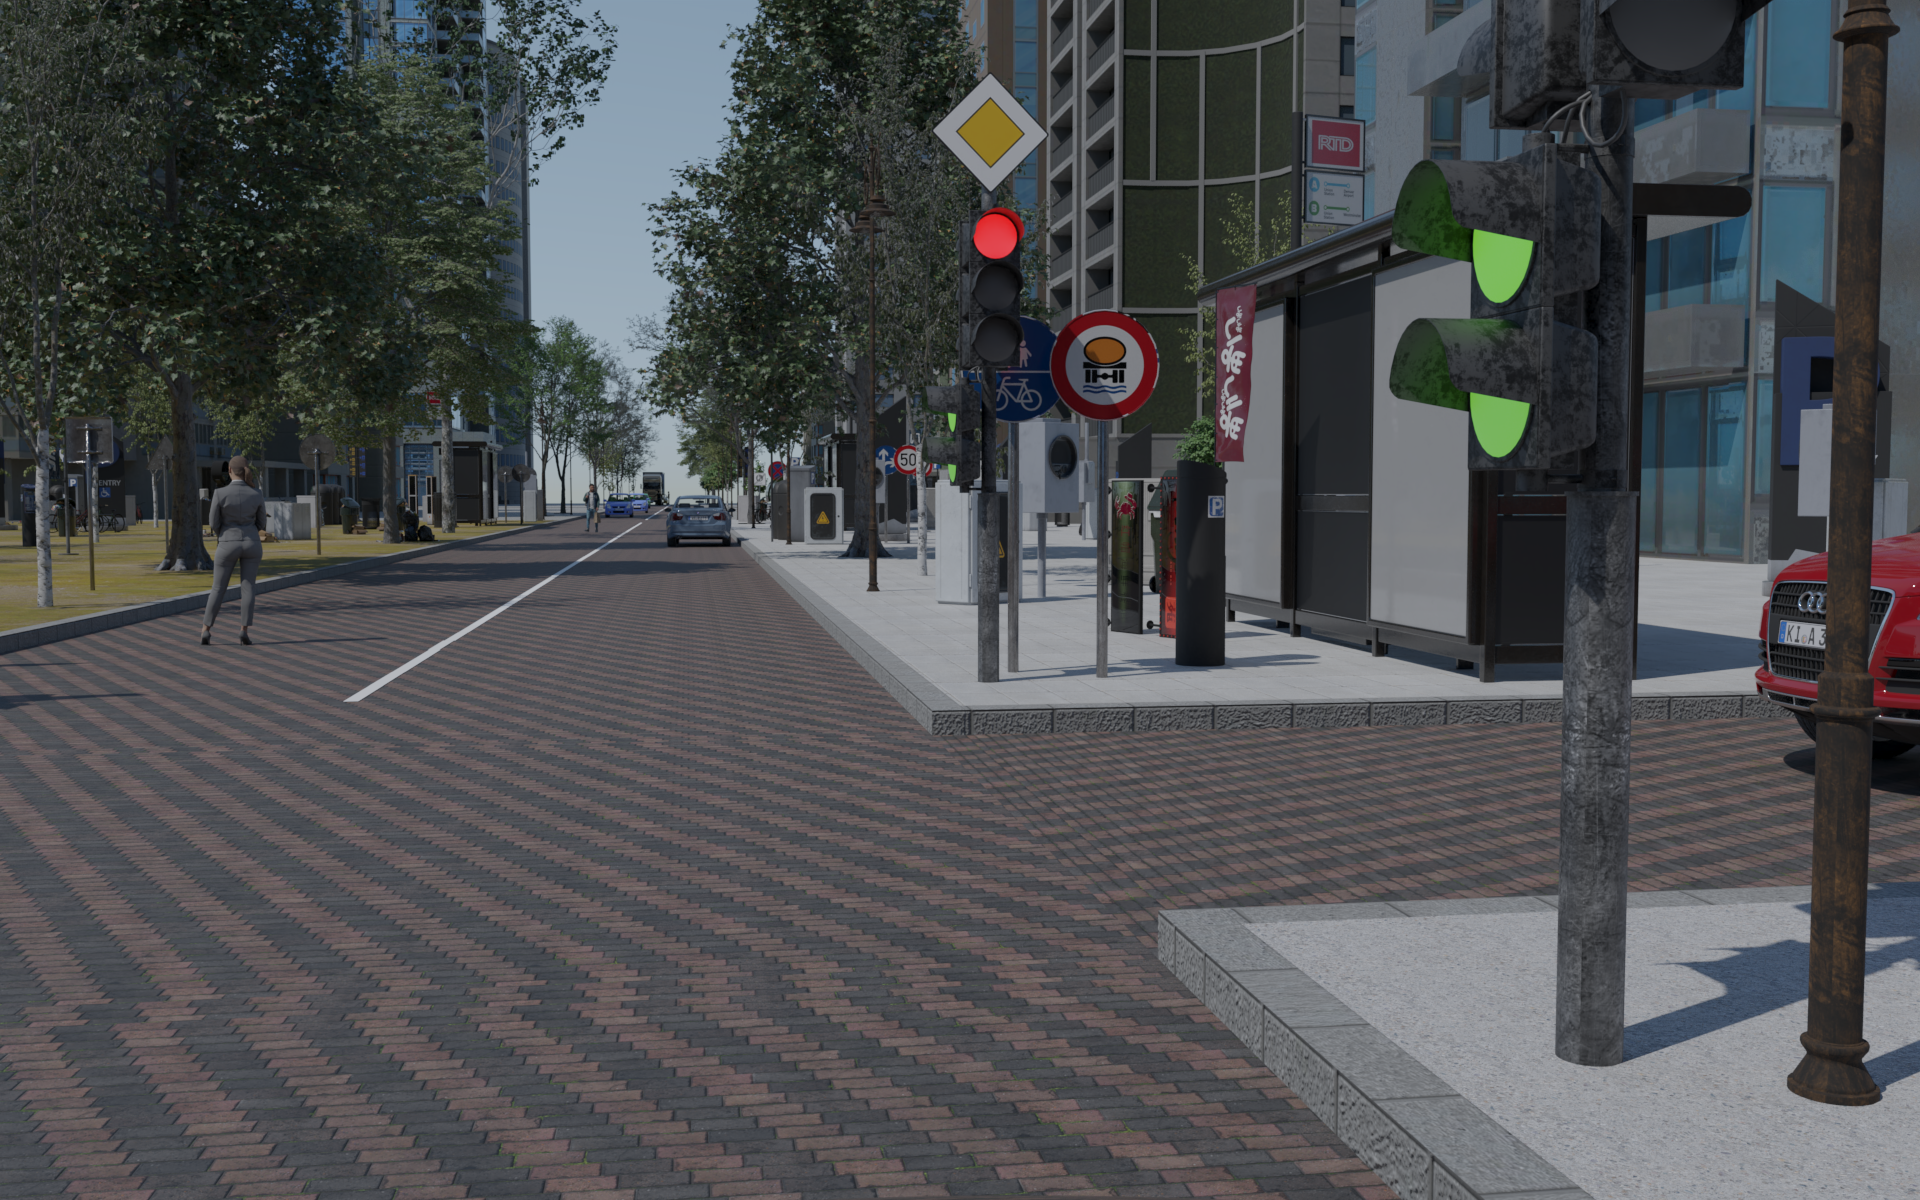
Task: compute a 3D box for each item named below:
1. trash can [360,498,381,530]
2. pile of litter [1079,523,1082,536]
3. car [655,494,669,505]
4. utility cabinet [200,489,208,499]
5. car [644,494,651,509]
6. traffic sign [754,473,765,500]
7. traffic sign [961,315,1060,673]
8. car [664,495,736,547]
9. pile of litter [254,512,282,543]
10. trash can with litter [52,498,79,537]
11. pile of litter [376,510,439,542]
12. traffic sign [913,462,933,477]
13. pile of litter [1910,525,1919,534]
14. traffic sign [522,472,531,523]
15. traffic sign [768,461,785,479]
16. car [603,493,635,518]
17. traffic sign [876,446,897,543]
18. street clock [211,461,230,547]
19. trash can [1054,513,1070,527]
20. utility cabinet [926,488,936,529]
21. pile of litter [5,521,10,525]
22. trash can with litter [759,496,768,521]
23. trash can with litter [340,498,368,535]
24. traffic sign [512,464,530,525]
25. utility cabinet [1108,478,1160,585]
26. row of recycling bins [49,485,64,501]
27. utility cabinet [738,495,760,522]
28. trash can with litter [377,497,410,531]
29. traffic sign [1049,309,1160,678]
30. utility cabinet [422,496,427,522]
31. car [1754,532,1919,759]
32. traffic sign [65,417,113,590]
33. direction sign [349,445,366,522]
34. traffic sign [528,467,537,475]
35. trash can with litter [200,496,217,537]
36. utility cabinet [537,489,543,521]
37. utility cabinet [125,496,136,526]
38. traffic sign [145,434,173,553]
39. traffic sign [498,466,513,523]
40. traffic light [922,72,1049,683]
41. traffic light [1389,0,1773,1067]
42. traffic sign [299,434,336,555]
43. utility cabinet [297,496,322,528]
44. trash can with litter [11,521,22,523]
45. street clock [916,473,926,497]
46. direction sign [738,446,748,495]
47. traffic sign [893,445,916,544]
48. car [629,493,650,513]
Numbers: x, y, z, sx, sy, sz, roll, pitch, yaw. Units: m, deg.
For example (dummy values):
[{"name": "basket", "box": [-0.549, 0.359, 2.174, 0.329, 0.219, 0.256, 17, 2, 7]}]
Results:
[{"name": "trash can", "box": [-21.324, -3.122, 62.695, 0.748, 1.137, 0.748, 0, 3, 0]}, {"name": "pile of litter", "box": [4.343, -2.423, 53.586, 1.719, 0.858, 1.176, -3, 5, -41]}, {"name": "car", "box": [-40.022, -13.586, 232.353, 2.015, 1.641, 3.980, 0, 4, -7]}, {"name": "utility cabinet", "box": [-33.353, -4.084, 75.459, 1.173, 1.500, 0.318, 1, 4, 12]}, {"name": "car", "box": [-31.314, -9.867, 170.126, 1.959, 1.807, 4.718, -1, 4, -11]}, {"name": "traffic sign", "box": [-9.730, -5.016, 84.145, 0.606, 2.300, 0.079, 0, 4, 1]}, {"name": "traffic sign", "box": [0.384, -0.752, 12.402, 0.768, 2.556, 0.104, 0, 4, -3]}, {"name": "car", "box": [-7.304, -2.240, 48.624, 2.014, 1.417, 4.499, 0, 4, -7]}, {"name": "pile of litter", "box": [-18.665, -1.954, 45.911, 1.719, 0.858, 1.176, 1, 4, 18]}, {"name": "trash can with litter", "box": [-26.840, -2.484, 51.995, 0.624, 1.170, 1.055, -1, 4, -19]}, {"name": "pile of litter", "box": [-14.959, -2.010, 46.830, 1.719, 0.858, 1.176, -1, 4, -20]}, {"name": "traffic sign", "box": [-1.216, -3.294, 53.970, 0.768, 2.556, 0.104, 0, 4, -3]}, {"name": "pile of litter", "box": [15.219, -0.802, 27.071, 1.176, 0.858, 1.719, -2, 4, -34]}, {"name": "traffic sign", "box": [-19.443, -4.697, 76.909, 0.768, 2.556, 0.104, 0, 4, 0]}, {"name": "traffic sign", "box": [-7.010, -4.072, 66.683, 0.768, 2.556, 0.104, 0, 4, -6]}, {"name": "car", "box": [-20.911, -5.917, 106.327, 1.945, 1.707, 3.694, -1, 4, -10]}, {"name": "traffic sign", "box": [-1.947, -2.777, 45.513, 0.768, 2.556, 0.104, -1, 4, -9]}, {"name": "street clock", "box": [-16.052, -2.024, 37.658, 0.358, 2.002, 0.471, 0, 4, -1]}, {"name": "trash can", "box": [4.018, -3.449, 68.038, 0.748, 1.137, 0.748, 0, 3, 0]}, {"name": "utility cabinet", "box": [-0.785, -3.329, 63.104, 1.173, 1.500, 0.318, -1, 4, -15]}, {"name": "pile of litter", "box": [-37.994, -3.317, 68.199, 1.176, 0.858, 1.719, 0, 4, 0]}, {"name": "trash can with litter", "box": [-9.618, -4.314, 81.915, 1.055, 1.170, 0.624, 0, 4, -8]}, {"name": "trash can with litter", "box": [-19.182, -2.665, 54.966, 1.055, 1.170, 0.624, 3, 4, 36]}, {"name": "traffic sign", "box": [-18.450, -4.444, 72.770, 0.768, 2.556, 0.104, 0, 4, 1]}, {"name": "utility cabinet", "box": [2.618, -0.954, 24.279, 1.173, 1.500, 0.318, 2, 4, 28]}, {"name": "row of recycling bins", "box": [-41.099, -4.446, 79.810, 1.069, 1.692, 3.534, 2, 4, 31]}, {"name": "utility cabinet", "box": [-9.718, -4.194, 79.736, 1.020, 1.237, 0.306, 2, 4, 29]}, {"name": "trash can with litter", "box": [-19.608, -2.965, 59.869, 0.624, 1.170, 1.055, 2, 4, 27]}, {"name": "traffic sign", "box": [0.993, -0.730, 12.037, 0.768, 2.556, 0.104, 0, 4, -5]}, {"name": "utility cabinet", "box": [-24.681, -4.250, 80.657, 0.306, 1.237, 1.020, 0, 4, 8]}, {"name": "car", "box": [6.736, -0.014, 8.908, 5.304, 1.827, 2.281, -1, 4, -10]}, {"name": "traffic sign", "box": [-11.537, -1.275, 22.975, 0.606, 2.300, 0.079, 0, 4, -1]}, {"name": "direction sign", "box": [-27.884, -5.395, 80.209, 0.876, 3.537, 0.379, 1, 4, 17]}, {"name": "traffic sign", "box": [-20.497, -5.031, 82.355, 0.768, 2.556, 0.104, 0, 4, -8]}, {"name": "trash can with litter", "box": [-22.820, -2.485, 51.689, 1.678, 1.210, 2.233, 1, 4, 10]}, {"name": "utility cabinet", "box": [-20.398, -4.553, 83.127, 0.318, 1.500, 1.173, -3, 4, -36]}, {"name": "utility cabinet", "box": [-33.975, -3.609, 70.167, 0.306, 1.237, 1.020, 3, 5, 44]}, {"name": "traffic sign", "box": [-17.141, -2.287, 37.391, 0.884, 2.594, 0.081, 0, 4, 0]}, {"name": "traffic sign", "box": [-20.360, -4.740, 77.604, 0.768, 2.556, 0.104, 0, 4, -1]}, {"name": "traffic light", "box": [0.176, -1.395, 11.721, 0.839, 4.253, 0.868, -1, 4, -9]}, {"name": "traffic light", "box": [1.415, -0.912, 3.833, 0.839, 4.253, 0.868, -1, 4, -9]}, {"name": "traffic sign", "box": [-13.519, -2.223, 36.454, 0.768, 2.556, 0.104, 0, 4, 0]}, {"name": "utility cabinet", "box": [-24.851, -3.364, 66.157, 1.020, 1.237, 0.306, 2, 4, 29]}, {"name": "trash can with litter", "box": [-40.860, -3.992, 76.330, 1.678, 1.210, 2.233, -1, 4, -19]}, {"name": "street clock", "box": [-1.197, -2.991, 53.470, 0.358, 2.002, 0.471, -1, 4, -13]}, {"name": "direction sign", "box": [-10.319, -5.544, 82.641, 0.379, 3.537, 0.876, 2, 4, 29]}, {"name": "traffic sign", "box": [-1.334, -2.734, 44.799, 0.768, 2.556, 0.104, 0, 4, -2]}, {"name": "car", "box": [-24.276, -7.368, 130.064, 1.945, 1.707, 3.694, -1, 4, -10]}]
